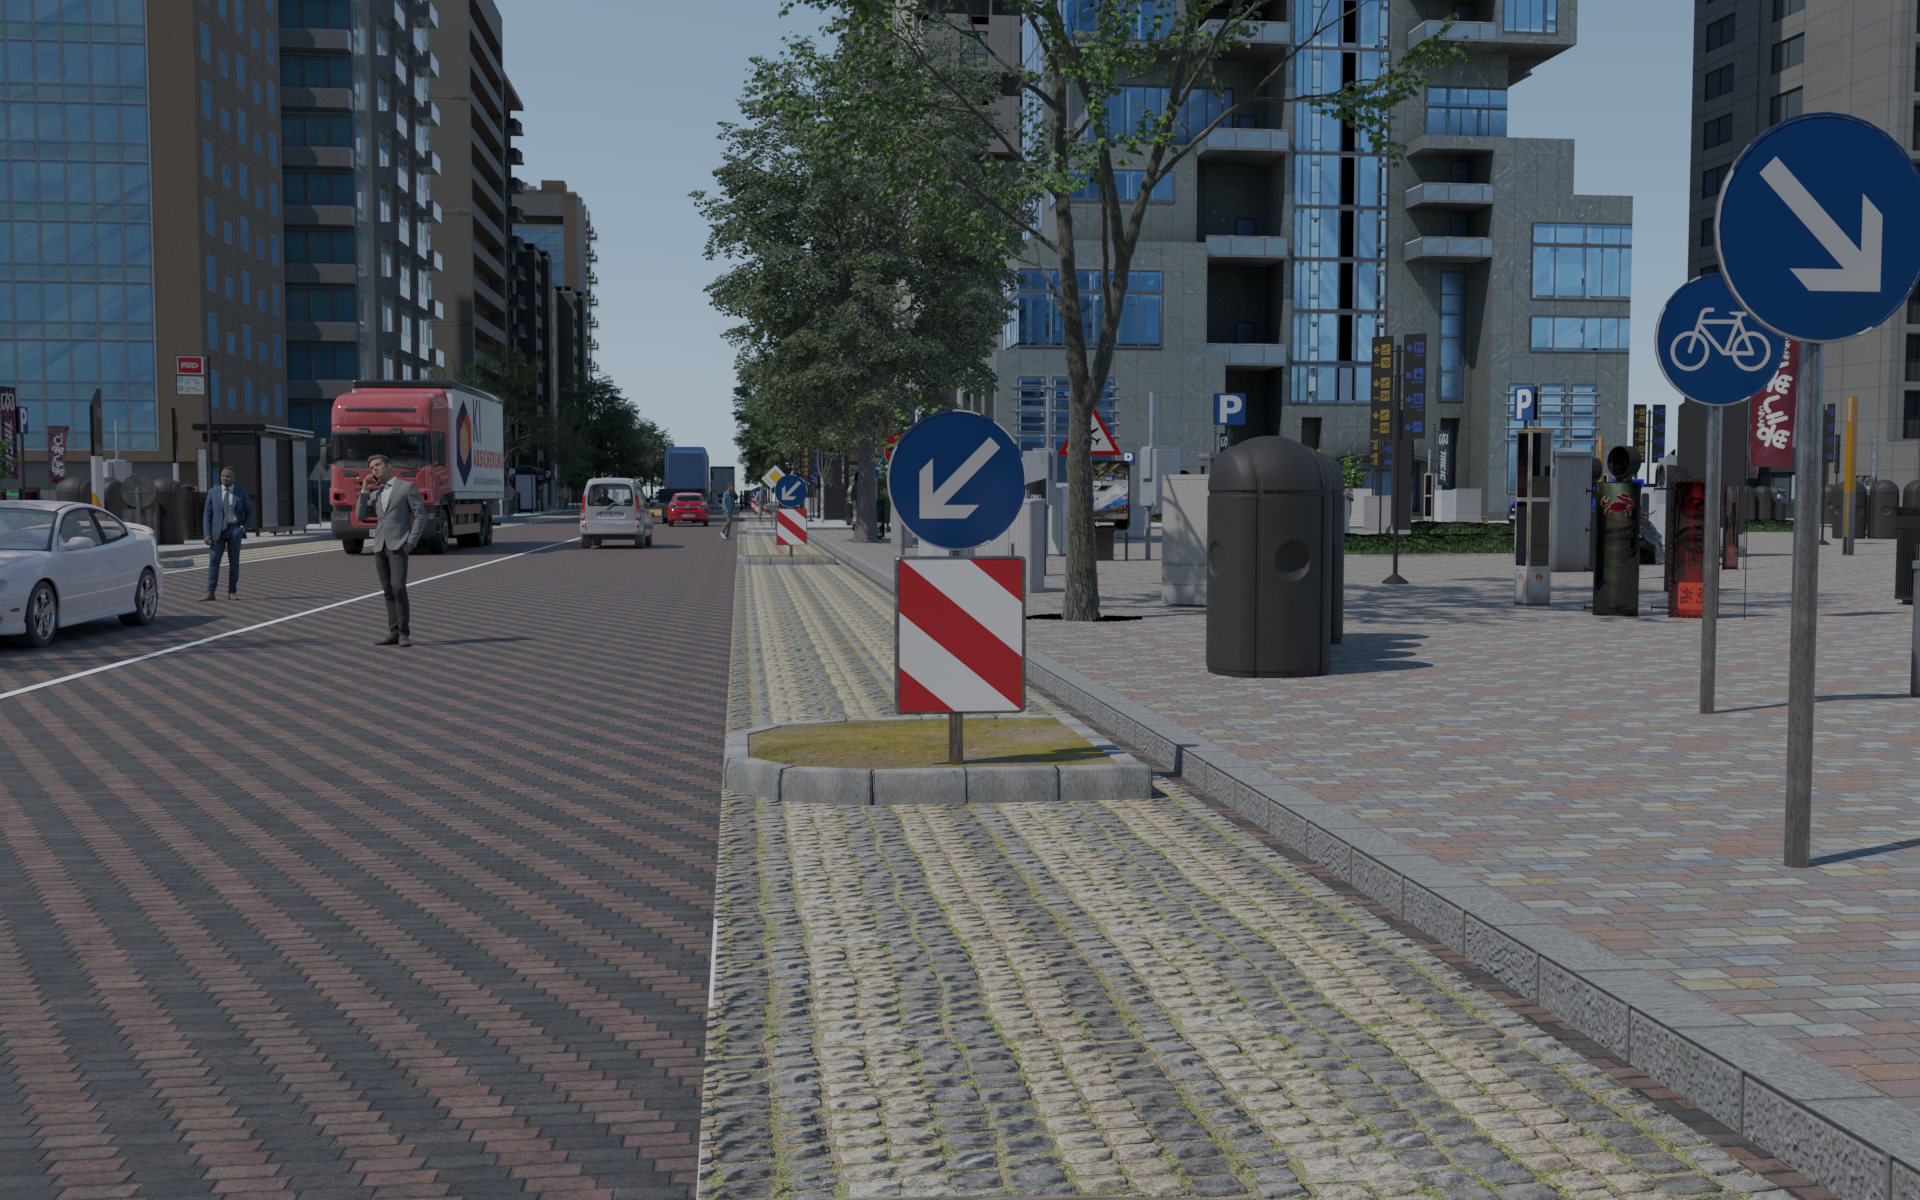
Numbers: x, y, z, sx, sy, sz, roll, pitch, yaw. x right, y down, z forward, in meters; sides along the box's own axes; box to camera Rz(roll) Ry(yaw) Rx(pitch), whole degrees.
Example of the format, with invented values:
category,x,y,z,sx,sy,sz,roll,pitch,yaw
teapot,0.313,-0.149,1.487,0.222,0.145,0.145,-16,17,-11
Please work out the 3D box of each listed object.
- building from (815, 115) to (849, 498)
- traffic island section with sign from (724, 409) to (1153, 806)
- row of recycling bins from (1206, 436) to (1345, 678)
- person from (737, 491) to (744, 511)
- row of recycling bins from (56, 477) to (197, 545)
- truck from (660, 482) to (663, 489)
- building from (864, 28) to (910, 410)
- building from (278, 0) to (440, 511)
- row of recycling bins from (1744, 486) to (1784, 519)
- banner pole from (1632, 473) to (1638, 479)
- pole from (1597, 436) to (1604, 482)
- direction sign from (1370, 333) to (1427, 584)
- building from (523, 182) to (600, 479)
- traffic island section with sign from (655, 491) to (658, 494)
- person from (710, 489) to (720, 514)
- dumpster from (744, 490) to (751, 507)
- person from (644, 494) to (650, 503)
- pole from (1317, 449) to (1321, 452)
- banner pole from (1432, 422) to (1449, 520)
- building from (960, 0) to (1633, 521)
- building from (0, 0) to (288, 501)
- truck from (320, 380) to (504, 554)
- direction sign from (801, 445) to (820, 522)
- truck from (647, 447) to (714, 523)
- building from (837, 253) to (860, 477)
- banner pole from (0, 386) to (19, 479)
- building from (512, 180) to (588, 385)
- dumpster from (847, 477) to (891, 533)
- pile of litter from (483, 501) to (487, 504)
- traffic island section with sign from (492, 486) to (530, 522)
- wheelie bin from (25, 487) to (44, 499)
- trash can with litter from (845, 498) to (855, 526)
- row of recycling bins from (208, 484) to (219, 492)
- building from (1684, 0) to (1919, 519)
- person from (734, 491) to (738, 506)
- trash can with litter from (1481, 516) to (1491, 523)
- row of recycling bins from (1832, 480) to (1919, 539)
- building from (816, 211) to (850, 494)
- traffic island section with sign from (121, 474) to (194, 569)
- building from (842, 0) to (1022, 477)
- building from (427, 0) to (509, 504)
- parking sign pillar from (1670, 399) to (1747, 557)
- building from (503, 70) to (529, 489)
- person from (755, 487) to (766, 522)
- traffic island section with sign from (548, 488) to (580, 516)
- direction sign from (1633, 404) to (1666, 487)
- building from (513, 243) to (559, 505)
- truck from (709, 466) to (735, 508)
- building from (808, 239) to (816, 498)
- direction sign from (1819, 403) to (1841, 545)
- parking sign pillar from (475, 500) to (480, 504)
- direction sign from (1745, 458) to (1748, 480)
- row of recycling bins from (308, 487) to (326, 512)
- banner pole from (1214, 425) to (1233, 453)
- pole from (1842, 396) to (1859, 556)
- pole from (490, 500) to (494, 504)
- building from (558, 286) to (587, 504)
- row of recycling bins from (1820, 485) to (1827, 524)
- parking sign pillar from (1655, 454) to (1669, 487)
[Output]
category,x,y,z,sx,sy,sz,roll,pitch,yaw
building,-12.416,-44.762,273.858,21.231,58.520,28.212,0,4,-7
traffic island section with sign,-0.210,-0.016,8.882,1.989,1.847,2.006,0,4,-7
row of recycling bins,2.500,-0.402,13.690,1.069,1.692,3.534,1,4,15
person,-18.861,-8.532,148.724,0.721,1.735,1.217,-2,4,-32
row of recycling bins,-20.778,-2.198,43.051,1.069,1.692,3.534,1,4,21
truck,-33.724,-12.840,205.852,3.469,3.379,9.791,0,4,-8
building,-1.601,-31.407,163.621,14.600,45.320,14.200,0,4,-7
building,-47.782,-30.393,116.541,23.786,49.044,30.456,0,4,-7
row of recycling bins,39.750,-4.870,86.732,3.534,1.692,1.069,-1,4,-15
banner pole,43.077,-7.381,110.692,0.401,3.779,0.863,-1,4,-10
pole,22.706,-4.133,61.422,0.158,3.312,0.155,0,3,0
direction sign,6.246,-2.003,24.754,0.379,3.537,0.876,-3,5,-43
building,-68.422,-39.883,271.692,23.786,49.044,30.456,0,4,-7
traffic island section with sign,-43.129,-14.597,247.289,1.989,1.847,2.006,0,4,-7
person,-17.520,-7.034,123.864,0.624,1.780,0.694,3,5,42
dumpster,-21.702,-10.564,180.934,1.865,1.857,1.264,0,4,-6
person,-27.213,-8.473,150.226,0.799,1.438,0.628,1,4,15
pole,16.217,-5.167,78.324,0.158,3.312,0.155,0,3,0
banner pole,16.587,-4.277,59.942,0.401,3.779,0.863,-3,4,-36
building,15.629,-47.431,88.163,31.000,86.520,22.319,0,4,-7
building,-40.510,-26.298,80.082,14.600,45.320,14.200,0,4,-7
truck,-13.909,-3.421,44.843,2.839,4.237,11.283,0,4,-6
direction sign,-6.926,-5.404,80.345,0.876,3.537,0.379,0,4,1
truck,-14.985,-6.279,92.419,2.967,4.110,18.799,0,4,-5
building,-7.641,-26.515,205.214,14.160,30.474,14.107,0,4,-7
banner pole,-19.542,-2.776,35.409,0.401,3.779,0.863,1,4,11
building,-61.465,-36.704,250.220,14.600,45.320,14.200,0,4,-7
dumpster,-2.998,-3.423,58.464,1.502,2.255,1.985,0,4,-7
pile of litter,-28.818,-5.579,105.183,1.719,0.858,1.176,2,4,26
traffic island section with sign,-22.971,-4.864,88.156,1.989,1.847,2.006,0,4,-7
wheelie bin,-39.296,-3.999,73.296,0.980,1.594,0.693,-1,4,-20
trash can with litter,-4.260,-3.581,69.938,0.624,1.170,1.055,-1,4,-22
row of recycling bins,-31.903,-3.978,72.160,3.534,1.692,1.069,1,4,22
building,53.240,-39.833,89.519,20.611,71.187,20.563,0,4,-7
person,-26.649,-12.005,205.314,0.617,1.759,0.750,1,4,9
trash can with litter,23.238,-4.047,77.559,1.055,1.170,0.624,2,4,27
row of recycling bins,26.908,-2.593,49.508,3.534,1.692,1.069,1,4,10
building,-14.005,-34.820,252.908,14.154,41.232,14.086,0,4,-7
traffic island section with sign,-16.071,-1.528,33.604,1.989,1.847,2.006,0,4,-7
building,2.481,-36.431,184.884,28.713,52.752,27.495,0,4,-7
building,-51.404,-32.130,149.030,21.300,48.544,21.600,0,4,-7
parking sign pillar,15.455,-2.885,35.639,1.447,3.967,1.447,2,4,24
building,-55.803,-31.767,174.018,22.147,44.769,28.867,0,4,-7
person,-10.141,-4.864,88.118,0.391,1.810,0.635,2,4,25
traffic island section with sign,-26.485,-6.557,115.839,1.989,1.847,2.006,0,4,-7
direction sign,17.368,-3.163,43.714,0.876,3.537,0.379,-1,4,-10
building,-54.012,-25.995,196.720,14.160,30.474,14.107,0,4,-7
truck,-24.693,-11.670,179.713,2.839,4.237,11.283,-1,4,-8
building,-18.636,-39.443,295.000,14.600,45.320,14.200,0,4,-7
direction sign,21.783,-3.159,43.655,0.379,3.537,0.876,0,4,1
parking sign pillar,-27.223,-6.609,96.535,1.447,3.967,1.447,2,4,33
direction sign,42.000,-6.194,93.262,0.876,3.537,0.379,1,4,18
row of recycling bins,-38.035,-5.712,100.504,3.534,1.692,1.069,3,4,37
banner pole,9.449,-4.442,62.641,0.863,3.779,0.401,0,4,-4
pole,18.569,-2.586,36.118,0.158,3.312,0.155,0,3,0
pole,-30.868,-7.357,114.131,0.158,3.312,0.155,0,3,0
building,-58.684,-28.429,236.507,14.160,30.474,14.107,0,4,-7
row of recycling bins,37.956,-4.120,74.474,3.534,1.692,1.069,-3,4,-38
parking sign pillar,42.159,-7.040,103.579,1.447,3.967,1.447,-2,4,-30
